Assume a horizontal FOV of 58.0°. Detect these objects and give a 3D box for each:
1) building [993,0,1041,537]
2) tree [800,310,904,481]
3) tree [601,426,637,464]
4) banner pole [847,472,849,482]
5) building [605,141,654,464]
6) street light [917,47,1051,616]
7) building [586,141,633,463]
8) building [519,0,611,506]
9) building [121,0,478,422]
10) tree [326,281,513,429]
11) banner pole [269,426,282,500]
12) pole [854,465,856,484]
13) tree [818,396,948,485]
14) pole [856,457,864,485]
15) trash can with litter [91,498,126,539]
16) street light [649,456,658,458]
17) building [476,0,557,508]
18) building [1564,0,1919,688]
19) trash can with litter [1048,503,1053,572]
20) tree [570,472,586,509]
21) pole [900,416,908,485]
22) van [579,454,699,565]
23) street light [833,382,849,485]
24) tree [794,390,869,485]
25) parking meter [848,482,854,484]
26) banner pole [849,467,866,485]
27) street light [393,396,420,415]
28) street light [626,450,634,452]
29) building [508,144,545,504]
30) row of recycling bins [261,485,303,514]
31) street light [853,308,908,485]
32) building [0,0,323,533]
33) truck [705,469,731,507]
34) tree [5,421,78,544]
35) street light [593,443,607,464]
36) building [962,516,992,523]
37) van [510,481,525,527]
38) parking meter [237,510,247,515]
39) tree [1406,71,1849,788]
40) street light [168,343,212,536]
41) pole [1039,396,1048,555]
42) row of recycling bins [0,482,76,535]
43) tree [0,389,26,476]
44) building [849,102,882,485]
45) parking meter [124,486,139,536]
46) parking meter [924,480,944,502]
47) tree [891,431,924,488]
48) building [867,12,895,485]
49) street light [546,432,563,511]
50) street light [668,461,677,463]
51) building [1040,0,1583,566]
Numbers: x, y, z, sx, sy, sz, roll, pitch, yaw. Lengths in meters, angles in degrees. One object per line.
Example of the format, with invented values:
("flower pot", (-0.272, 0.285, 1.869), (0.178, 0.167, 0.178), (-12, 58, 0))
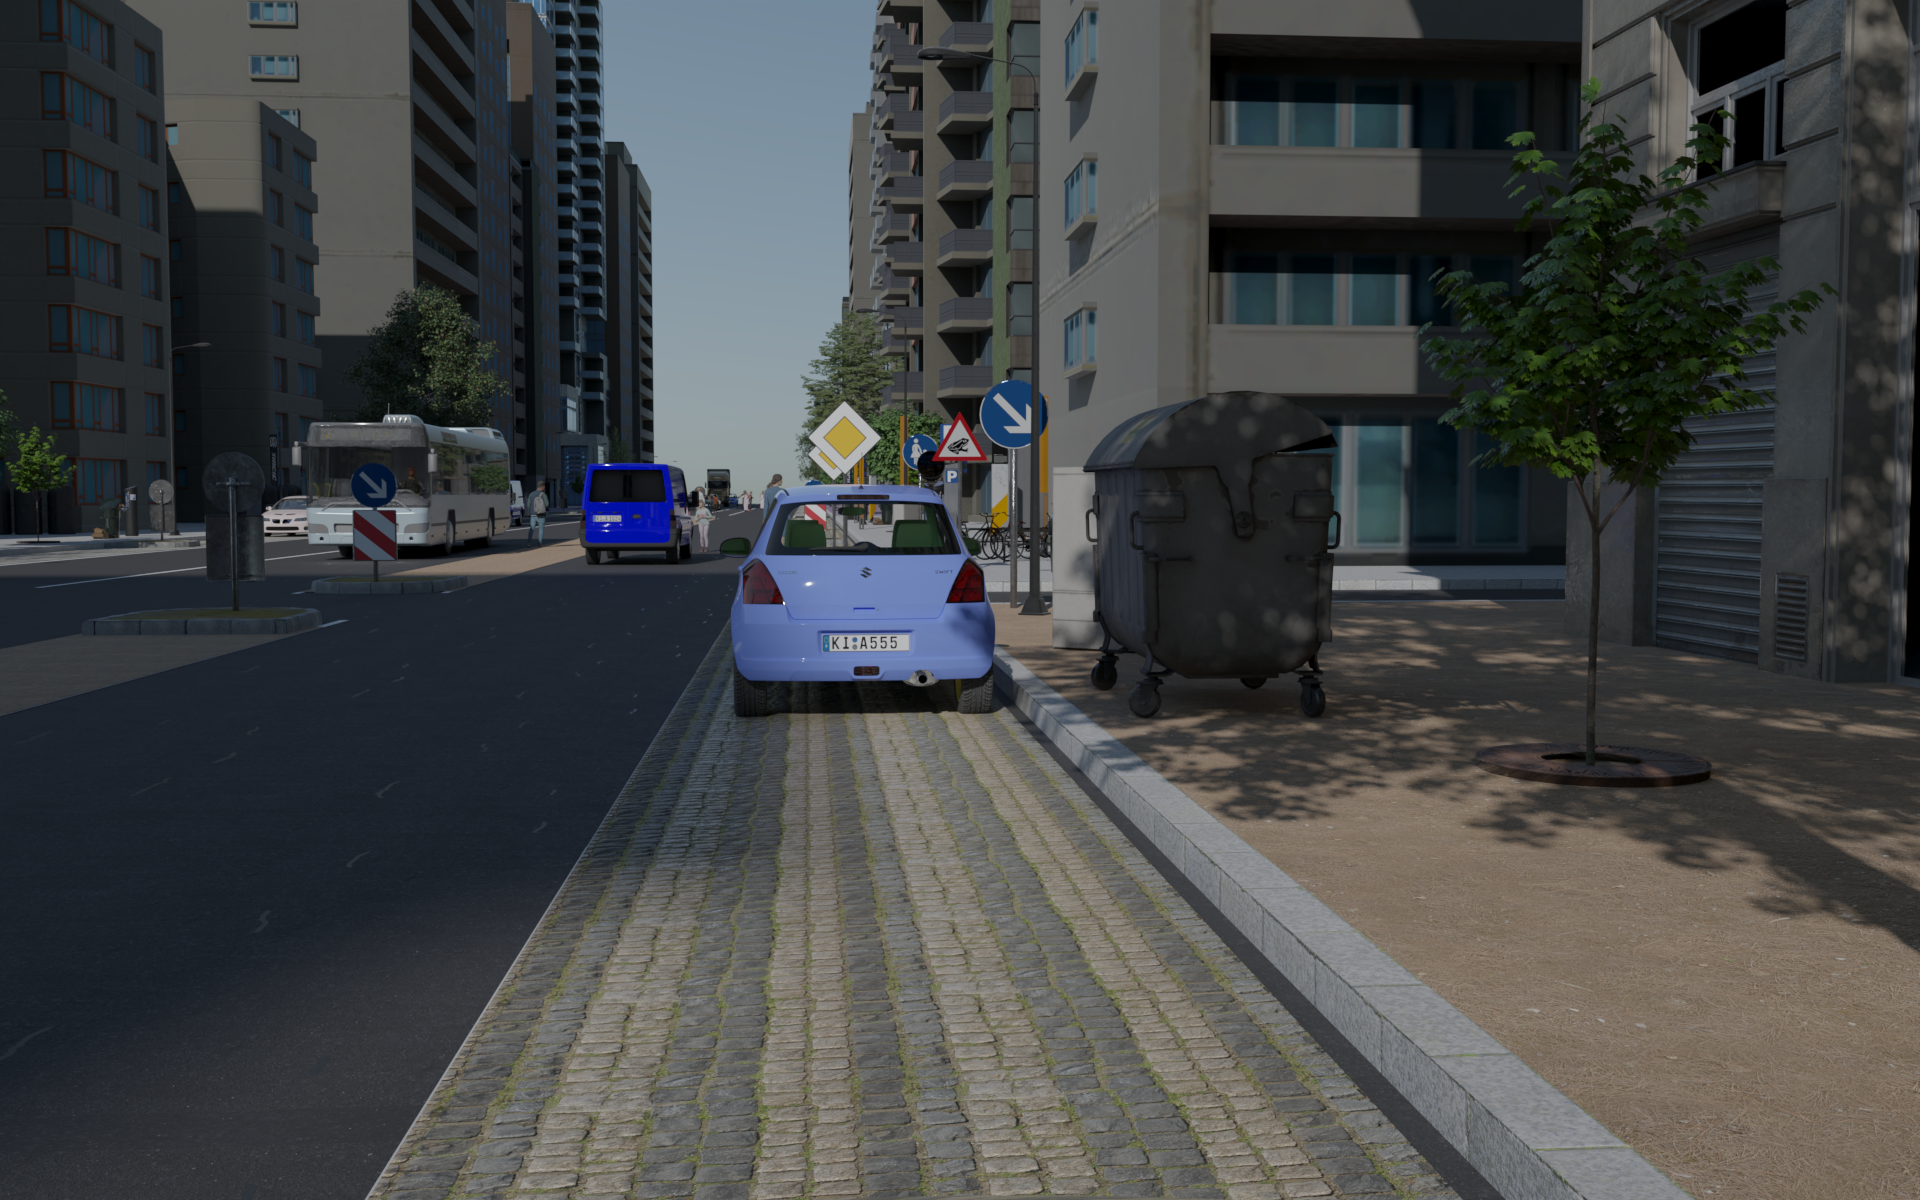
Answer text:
("building", (7.869, -17.510, 57.991), (14.160, 30.474, 14.107), (0, 4, -5))
("tree", (-6.443, -11.582, 107.487), (7.486, 12.596, 7.792), (0, 3, 0))
("tree", (-36.688, -14.502, 187.462), (4.737, 8.622, 4.395), (0, 3, 0))
("banner pole", (-5.708, -6.154, 90.627), (0.863, 3.779, 0.401), (-1, 4, -18))
("building", (-54.366, -37.730, 240.593), (21.300, 48.544, 21.600), (0, 4, -5))
("street light", (0.255, -2.793, 18.210), (1.470, 5.913, 1.316), (0, 4, -5))
("building", (-49.907, -34.999, 222.348), (14.600, 45.320, 14.200), (0, 4, -5))
("building", (-51.448, -54.168, 198.311), (22.319, 86.520, 31.000), (0, 4, -5))
("building", (-43.016, -29.659, 108.628), (21.300, 48.544, 21.600), (0, 4, -5))
("tree", (-28.769, -10.782, 93.292), (9.611, 12.733, 9.660), (0, 3, 0))
("banner pole", (-25.116, -4.505, 63.676), (0.401, 3.779, 0.863), (1, 4, 13))
("pole", (-4.620, -5.072, 76.774), (0.158, 3.312, 0.155), (0, 3, 0))
("tree", (-1.833, -4.562, 58.306), (4.285, 4.588, 4.351), (0, 3, 0))
("pole", (-3.573, -4.214, 62.745), (0.158, 3.312, 0.155), (0, 3, 0))
("trash can with litter", (-24.419, -2.340, 49.643), (0.624, 1.170, 1.055), (0, 4, -1))
("street light", (-37.755, -14.682, 212.595), (1.470, 5.913, 1.316), (0, 4, -5))
("building", (-44.222, -30.945, 156.065), (14.600, 45.320, 14.200), (0, 4, -5))
("building", (14.021, -10.298, 1.659), (16.112, 22.955, 30.059), (0, 4, -5))
("trash can with litter", (1.947, -1.027, 28.177), (1.055, 1.170, 0.624), (0, 4, 6))
("tree", (-33.237, -9.542, 150.617), (1.663, 3.219, 1.824), (0, 3, 0))
("pole", (-1.461, -3.154, 45.407), (0.158, 3.312, 0.155), (0, 3, 0))
("van", (-6.779, -1.982, 36.787), (2.240, 2.365, 5.245), (0, 4, -5))
("street light", (-4.574, -6.094, 72.173), (1.470, 5.913, 1.316), (0, 4, -5))
("tree", (-13.640, -16.756, 190.964), (9.611, 12.733, 9.660), (0, 3, 0))
("parking meter", (-5.390, -4.896, 85.754), (0.255, 1.863, 0.399), (-2, 4, -28))
("banner pole", (-5.093, -6.023, 88.490), (0.863, 3.779, 0.401), (0, 4, 2))
("street light", (-26.184, -6.688, 81.896), (1.470, 5.913, 1.316), (0, 4, -5))
("street light", (-35.194, -12.927, 183.903), (1.470, 5.913, 1.316), (0, 4, -5))
("building", (-42.476, -22.668, 142.320), (14.160, 30.474, 14.107), (0, 4, -5))
("row of recycling bins", (-29.849, -4.223, 76.162), (1.069, 1.692, 3.534), (0, 4, 2))
("street light", (-1.904, -4.336, 43.434), (1.470, 5.913, 1.316), (0, 4, -5))
("building", (-43.965, -13.733, 69.568), (27.650, 21.520, 28.899), (0, 4, -5))
("truck", (-27.179, -12.610, 195.083), (2.839, 4.237, 11.283), (0, 4, -7))
("tree", (-24.186, -3.093, 45.168), (1.663, 3.219, 1.824), (0, 3, 0))
("street light", (-32.957, -11.365, 158.356), (1.470, 5.913, 1.316), (0, 4, -5))
("building", (7.201, -26.498, 87.864), (22.147, 44.769, 28.867), (0, 4, -5))
("van", (-20.496, -4.399, 76.301), (2.240, 2.365, 5.245), (0, 4, -7))
("parking meter", (-28.388, -3.834, 68.404), (0.255, 1.863, 0.399), (1, 4, 10))
("tree", (2.926, -0.826, 8.112), (1.663, 3.219, 1.824), (0, 3, 0))
("street light", (-23.708, -4.943, 53.353), (1.470, 5.913, 1.316), (0, 4, -5))
("pole", (1.734, -2.585, 36.106), (0.158, 3.312, 0.155), (0, 3, 0))
("row of recycling bins", (-29.866, -2.909, 54.672), (3.534, 1.692, 1.069), (-1, 4, -18))
("tree", (-23.582, -3.471, 40.459), (4.285, 4.588, 4.351), (0, 3, 0))
("building", (-2.615, -35.952, 211.516), (21.300, 48.544, 21.600), (0, 4, -5))
("parking meter", (-25.231, -2.711, 52.732), (0.372, 1.533, 0.369), (0, 3, 0))
("parking meter", (-0.469, -1.401, 31.325), (0.372, 1.533, 0.369), (0, 3, 0))
("tree", (-1.598, -3.614, 53.686), (1.663, 3.219, 1.824), (0, 3, 0))
("building", (3.083, -33.053, 160.022), (23.786, 49.044, 30.456), (0, 4, -5))
("street light", (-30.366, -9.607, 129.621), (1.470, 5.913, 1.316), (0, 4, -5))
("street light", (-40.286, -16.500, 242.309), (1.470, 5.913, 1.316), (0, 4, -5))
("building", (12.867, -25.432, 39.513), (21.600, 48.544, 21.300), (0, 4, -5))
